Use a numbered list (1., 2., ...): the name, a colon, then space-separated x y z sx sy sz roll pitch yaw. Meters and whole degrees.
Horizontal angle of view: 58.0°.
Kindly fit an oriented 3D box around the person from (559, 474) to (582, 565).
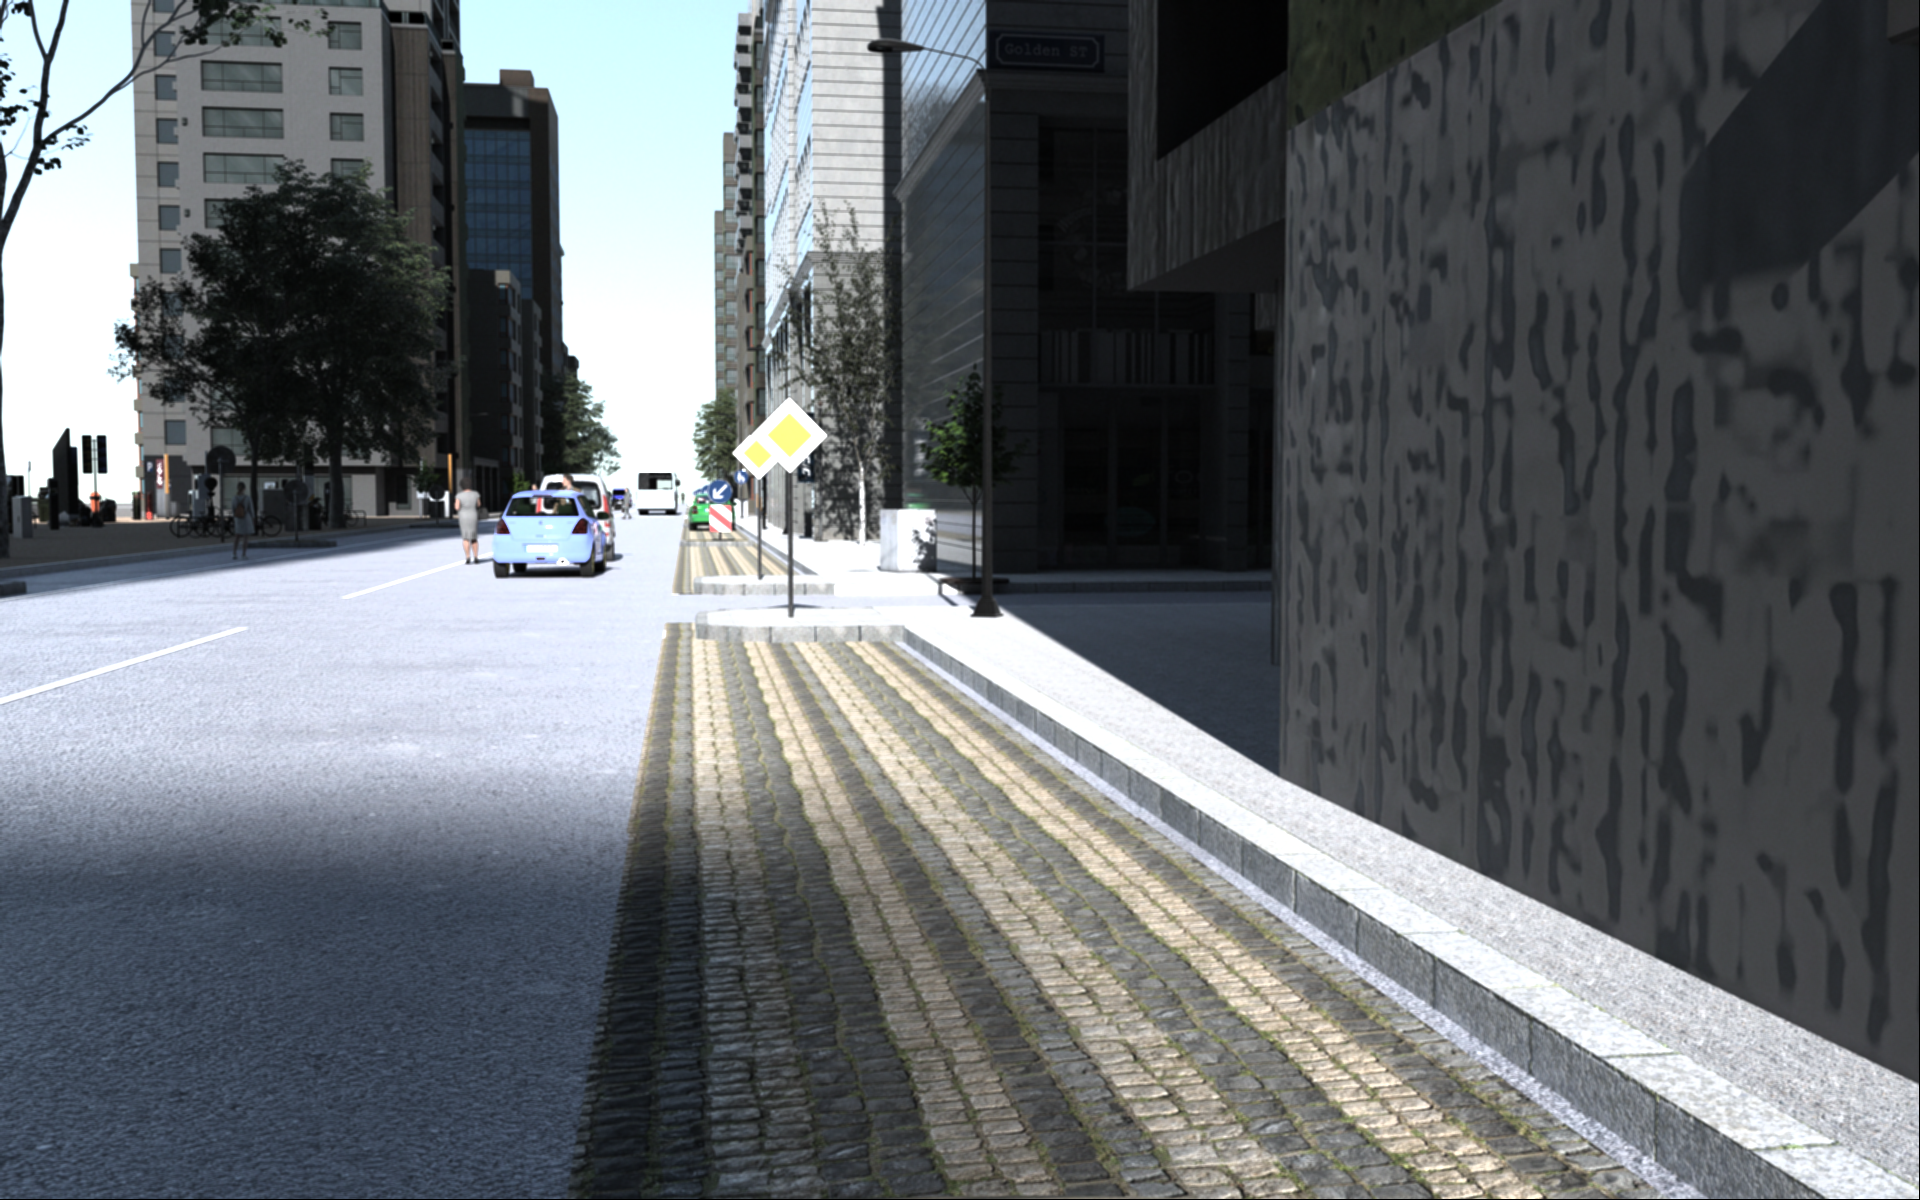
1. person: -7.994 -1.642 35.251 0.656 1.842 0.836 -2 4 -32

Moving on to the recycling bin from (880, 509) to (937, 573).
1. recycling bin: -0.854 -0.981 28.595 0.722 1.027 0.722 -2 4 -30

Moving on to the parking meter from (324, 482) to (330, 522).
1. parking meter: -28.590 -4.454 78.528 0.399 1.863 0.255 1 4 22

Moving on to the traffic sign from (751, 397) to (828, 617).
1. traffic sign: -1.764 -0.876 17.959 0.795 2.450 0.064 -1 4 -9

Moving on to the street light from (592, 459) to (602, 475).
1. street light: -47.677 -15.590 227.429 1.470 5.913 1.316 -1 4 -9

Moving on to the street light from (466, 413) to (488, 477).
1. street light: -27.791 -7.768 99.553 1.470 5.913 1.316 -1 4 -9

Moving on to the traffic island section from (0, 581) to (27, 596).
1. traffic island section: -14.430 -0.114 24.147 2.009 0.180 2.903 -1 4 -9

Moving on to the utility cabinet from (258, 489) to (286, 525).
1. utility cabinet: -28.647 -3.883 72.165 0.318 1.500 1.173 2 4 27

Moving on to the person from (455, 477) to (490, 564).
1. person: -10.018 -1.631 35.520 0.716 1.782 0.532 -2 4 -30

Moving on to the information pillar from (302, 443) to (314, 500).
1. information pillar: -28.746 -5.201 76.397 0.183 3.616 0.504 3 5 40

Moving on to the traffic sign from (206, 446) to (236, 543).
1. traffic sign: -19.534 -2.795 45.808 0.768 2.556 0.104 0 4 -4

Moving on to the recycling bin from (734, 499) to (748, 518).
1. recycling bin: -11.775 -4.928 93.127 0.722 1.027 0.722 -1 4 -8

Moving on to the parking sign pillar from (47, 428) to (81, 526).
1. parking sign pillar: -36.638 -5.044 70.937 1.447 3.967 1.447 3 4 38

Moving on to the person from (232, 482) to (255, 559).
1. person: -15.792 -1.749 38.105 0.512 1.701 0.522 -1 4 -9

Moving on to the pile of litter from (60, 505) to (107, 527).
1. pile of litter: -34.744 -3.341 68.587 1.719 0.858 1.176 -2 4 -26

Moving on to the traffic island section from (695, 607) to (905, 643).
1. traffic island section: -1.741 0.259 18.039 2.009 0.180 2.903 -1 4 -9

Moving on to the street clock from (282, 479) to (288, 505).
1. street clock: -32.852 -4.880 84.365 0.358 2.002 0.471 -1 4 -10

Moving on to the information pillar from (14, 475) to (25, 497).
1. information pillar: -36.749 -3.861 67.617 0.304 2.012 0.304 1 4 18

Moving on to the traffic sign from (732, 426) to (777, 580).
1. traffic sign: -2.999 -1.358 25.848 0.795 2.450 0.064 -1 4 -9

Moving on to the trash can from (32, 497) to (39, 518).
1. trash can: -49.386 -4.943 92.467 0.748 1.137 0.748 0 3 0

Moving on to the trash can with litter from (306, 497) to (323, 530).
1. trash can with litter: -23.148 -3.059 61.397 1.055 1.170 0.624 0 3 0

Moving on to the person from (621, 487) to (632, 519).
1. person: -19.142 -5.546 99.279 0.767 1.812 0.694 -2 4 -33

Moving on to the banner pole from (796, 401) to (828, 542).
1. banner pole: -3.996 -3.472 46.784 0.863 3.779 0.401 0 4 -4

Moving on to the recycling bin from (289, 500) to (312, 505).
1. recycling bin: -27.740 -3.689 72.867 0.722 1.027 0.722 0 4 -2

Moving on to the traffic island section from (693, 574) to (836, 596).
1. traffic island section: -2.977 -0.223 25.929 2.009 0.180 2.903 -1 4 -9

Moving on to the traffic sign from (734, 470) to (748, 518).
1. traffic sign: -11.498 -5.565 91.088 0.768 2.556 0.104 0 4 -1

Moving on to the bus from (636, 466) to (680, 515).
1. bus: -21.183 -7.745 121.489 2.948 3.499 13.247 -1 4 -8

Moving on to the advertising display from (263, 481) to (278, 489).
1. advertising display: -35.187 -5.090 88.438 0.974 1.923 0.123 2 4 30

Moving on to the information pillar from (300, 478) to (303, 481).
1. information pillar: -30.731 -4.691 81.183 0.304 2.012 0.304 -1 4 -13

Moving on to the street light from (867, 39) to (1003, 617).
1. street light: -0.252 -2.776 17.928 1.470 5.913 1.316 -1 4 -9

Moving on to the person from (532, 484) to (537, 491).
1. person: -15.499 -3.340 63.201 0.635 1.810 0.391 2 4 32

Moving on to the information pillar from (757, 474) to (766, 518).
1. information pillar: -10.447 -6.107 91.207 0.504 3.616 0.183 0 4 4

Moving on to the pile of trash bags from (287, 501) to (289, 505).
1. pile of trash bags: -36.963 -5.151 93.964 1.912 1.369 3.447 -3 4 -38

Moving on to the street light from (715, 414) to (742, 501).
1. street light: -13.238 -7.812 100.274 1.470 5.913 1.316 -1 4 -9

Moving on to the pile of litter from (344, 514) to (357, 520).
1. pile of litter: -30.500 -4.354 85.160 1.719 0.858 1.176 -1 4 -22

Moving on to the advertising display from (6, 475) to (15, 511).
1. advertising display: -32.223 -3.242 58.225 0.974 1.923 0.123 1 4 10

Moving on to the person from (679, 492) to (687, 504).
1. person: -38.265 -14.076 239.353 1.217 1.735 0.721 0 4 8

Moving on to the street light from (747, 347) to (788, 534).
1. street light: -6.044 -5.041 54.963 1.470 5.913 1.316 -1 4 -9

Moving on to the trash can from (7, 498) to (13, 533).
1. trash can: -31.119 -2.751 56.626 0.748 1.137 0.748 0 3 0

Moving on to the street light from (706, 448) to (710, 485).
1. street light: -24.942 -12.385 175.030 1.470 5.913 1.316 -1 4 -9

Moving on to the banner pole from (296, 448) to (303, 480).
1. banner pole: -33.764 -6.029 88.591 0.401 3.779 0.863 0 4 7

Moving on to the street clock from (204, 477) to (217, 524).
1. street clock: -32.515 -4.321 75.220 0.358 2.002 0.471 2 4 35

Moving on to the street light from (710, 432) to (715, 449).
1. street light: -17.758 -9.597 129.451 1.470 5.913 1.316 -1 4 -9

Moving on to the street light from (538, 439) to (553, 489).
1. street light: -34.787 -10.568 145.328 1.470 5.913 1.316 -1 4 -9

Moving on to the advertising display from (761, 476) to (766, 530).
1. advertising display: -7.150 -3.540 63.089 0.123 1.923 0.974 -1 4 -10

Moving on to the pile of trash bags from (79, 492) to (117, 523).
1. pile of trash bags: -39.172 -4.191 78.279 1.912 1.369 3.447 -2 4 -31

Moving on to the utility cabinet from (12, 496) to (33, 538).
1. utility cabinet: -27.451 -2.417 50.686 0.306 1.237 1.020 -3 5 -42

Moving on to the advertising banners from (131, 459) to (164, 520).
1. advertising banners: -40.164 -5.474 85.681 2.074 3.025 0.090 1 4 18
